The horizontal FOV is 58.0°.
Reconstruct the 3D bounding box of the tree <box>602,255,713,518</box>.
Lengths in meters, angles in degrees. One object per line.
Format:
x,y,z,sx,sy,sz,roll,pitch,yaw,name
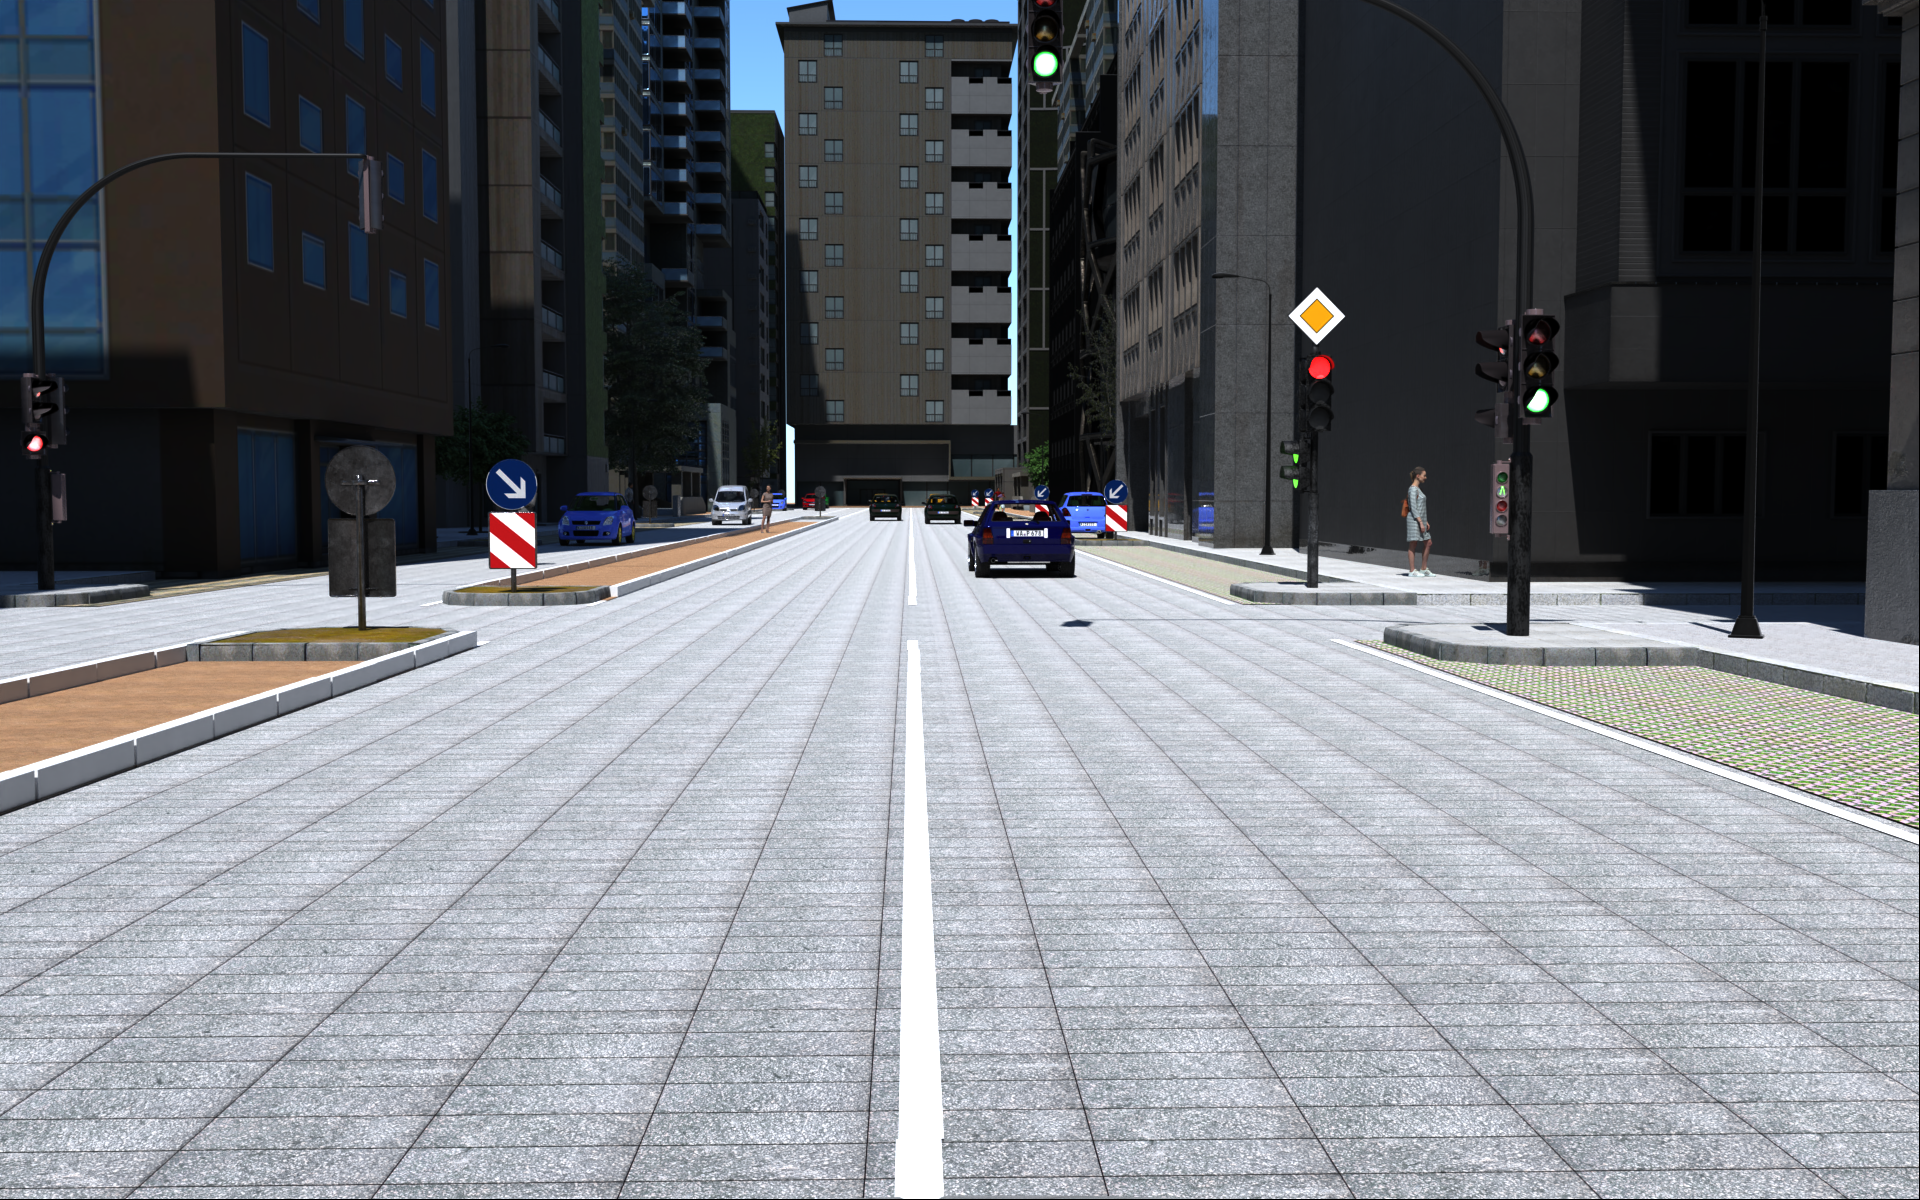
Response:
-17.397,-11.352,92.253,9.857,13.997,8.962,0,3,0,tree

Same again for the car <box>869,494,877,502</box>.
-5.458,-6.865,122.470,2.015,1.641,3.980,0,4,-3,car

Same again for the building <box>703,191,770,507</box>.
-25.634,-24.176,166.975,14.107,30.474,14.160,0,4,-2,building

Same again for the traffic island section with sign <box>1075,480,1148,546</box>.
4.158,-2.428,48.319,1.989,1.847,2.006,0,4,-2,traffic island section with sign

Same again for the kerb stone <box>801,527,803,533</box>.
-5.939,-2.520,63.442,0.120,0.150,1.000,0,4,-2,kerb stone

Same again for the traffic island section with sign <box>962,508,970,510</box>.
1.192,-8.815,152.746,1.989,1.847,2.006,0,4,-2,traffic island section with sign

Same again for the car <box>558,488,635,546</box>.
-10.331,-2.431,49.330,1.945,1.707,3.694,0,4,-2,car

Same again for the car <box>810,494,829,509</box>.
-14.005,-10.021,172.641,1.959,1.807,4.718,0,4,-3,car

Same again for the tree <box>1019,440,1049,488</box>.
5.235,-7.301,103.092,4.285,4.588,4.351,0,3,0,tree

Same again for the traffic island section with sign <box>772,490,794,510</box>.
-15.639,-8.789,152.320,1.989,1.847,2.006,0,4,-2,traffic island section with sign

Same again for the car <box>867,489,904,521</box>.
-4.018,-5.134,93.722,2.009,1.686,4.222,0,4,-2,car

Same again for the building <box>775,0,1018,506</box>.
-5.686,-37.026,194.616,27.495,52.752,28.713,0,4,-2,building

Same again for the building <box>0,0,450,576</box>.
-19.133,-23.482,34.039,14.600,45.320,14.200,0,4,-2,building

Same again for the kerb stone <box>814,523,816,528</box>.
-6.161,-3.025,71.651,0.120,0.150,1.000,0,4,-2,kerb stone

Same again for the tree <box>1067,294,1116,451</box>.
5.935,-6.908,63.304,4.360,8.622,3.978,0,3,0,tree

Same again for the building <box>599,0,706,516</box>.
-33.193,-25.530,109.290,32.217,40.220,23.993,0,4,-2,building

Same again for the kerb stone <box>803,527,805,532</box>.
-5.950,-2.582,64.464,0.120,0.150,1.000,0,4,-2,kerb stone

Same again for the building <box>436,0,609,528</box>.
-22.586,-23.606,69.550,14.154,41.232,14.086,0,4,-2,building

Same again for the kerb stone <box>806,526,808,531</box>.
-6.014,-2.711,66.515,0.120,0.150,1.000,0,4,-2,kerb stone

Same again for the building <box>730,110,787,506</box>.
-26.280,-30.838,187.797,14.086,41.232,14.154,0,4,-2,building

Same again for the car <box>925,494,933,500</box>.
-2.258,-9.389,163.735,2.015,1.641,3.980,0,4,-2,car

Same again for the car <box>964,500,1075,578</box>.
1.058,-1.131,31.077,1.945,1.354,3.894,0,4,-2,car

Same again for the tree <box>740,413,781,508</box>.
-18.251,-12.715,158.255,4.737,8.622,4.395,0,3,0,tree

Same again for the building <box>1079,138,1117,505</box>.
13.505,-12.677,74.725,16.820,18.784,16.811,0,4,-2,building

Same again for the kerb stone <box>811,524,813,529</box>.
-6.103,-2.900,69.603,0.120,0.150,1.000,0,4,-2,kerb stone

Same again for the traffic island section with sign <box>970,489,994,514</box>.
1.963,-7.145,125.443,1.989,1.847,2.006,0,4,-2,traffic island section with sign

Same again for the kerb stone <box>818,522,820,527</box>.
-6.250,-3.213,74.721,0.120,0.150,1.000,0,4,-2,kerb stone

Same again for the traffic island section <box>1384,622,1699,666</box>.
5.079,0.400,15.748,2.009,0.180,2.903,0,4,-2,traffic island section

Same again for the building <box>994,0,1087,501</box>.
13.997,-44.268,162.037,20.563,71.187,20.611,0,4,-2,building

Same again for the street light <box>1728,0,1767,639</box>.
6.508,-2.618,15.338,1.470,5.913,1.316,0,4,-2,street light

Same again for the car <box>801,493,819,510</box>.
-13.347,-9.097,157.779,2.155,1.783,4.494,0,4,-2,car

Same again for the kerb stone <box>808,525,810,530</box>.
-6.045,-2.773,67.548,0.120,0.150,1.000,0,4,-2,kerb stone

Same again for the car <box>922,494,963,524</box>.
-0.849,-4.529,83.843,2.009,1.686,4.222,0,4,-2,car

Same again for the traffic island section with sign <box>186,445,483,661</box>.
-5.618,-0.462,15.684,2.006,1.907,1.989,0,4,-2,traffic island section with sign

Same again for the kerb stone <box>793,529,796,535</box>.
-5.813,-2.268,59.345,0.120,0.150,1.000,0,4,-2,kerb stone

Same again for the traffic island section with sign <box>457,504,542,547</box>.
-12.654,-2.399,47.852,1.989,1.847,2.006,0,4,-2,traffic island section with sign

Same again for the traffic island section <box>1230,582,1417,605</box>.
4.852,-0.089,23.730,2.009,0.180,2.903,0,4,-2,traffic island section

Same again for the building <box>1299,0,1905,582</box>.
19.432,-14.466,30.024,24.014,27.812,14.314,0,4,-2,building

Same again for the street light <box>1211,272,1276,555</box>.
5.969,-3.911,36.480,1.470,5.913,1.316,0,4,-2,street light

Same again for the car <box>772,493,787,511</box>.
-15.688,-8.446,147.675,1.945,1.707,3.694,0,4,-3,car

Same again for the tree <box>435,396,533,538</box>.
-15.957,-4.518,57.576,4.285,4.588,4.351,0,3,0,tree

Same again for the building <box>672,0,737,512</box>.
-28.532,-50.330,135.575,22.319,86.520,31.000,0,4,-2,building

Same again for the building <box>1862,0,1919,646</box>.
14.608,-13.229,3.685,14.401,28.519,23.554,0,4,-2,building

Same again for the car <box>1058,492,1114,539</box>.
3.825,-2.735,54.312,1.945,1.707,3.694,0,4,-2,car

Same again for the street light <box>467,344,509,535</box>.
-14.649,-4.968,53.762,1.470,5.913,1.316,0,4,-2,street light

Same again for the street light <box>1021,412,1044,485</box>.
4.142,-7.671,97.968,1.470,5.913,1.316,0,4,-2,street light

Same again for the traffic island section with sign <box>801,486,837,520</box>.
-7.964,-5.508,98.196,2.006,1.907,1.989,0,4,-2,traffic island section with sign

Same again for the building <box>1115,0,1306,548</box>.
11.718,-14.204,50.262,12.078,24.808,19.932,0,4,-2,building

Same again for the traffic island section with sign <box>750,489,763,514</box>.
-14.863,-7.141,125.376,1.989,1.847,2.006,0,4,-2,traffic island section with sign

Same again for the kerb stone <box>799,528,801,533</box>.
-5.898,-2.459,62.420,0.120,0.150,1.000,0,4,-2,kerb stone

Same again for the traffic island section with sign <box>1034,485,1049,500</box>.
3.393,-4.076,75.263,1.989,1.847,2.006,0,4,-2,traffic island section with sign

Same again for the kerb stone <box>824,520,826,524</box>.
-6.398,-3.525,79.836,0.120,0.150,1.000,0,4,-2,kerb stone

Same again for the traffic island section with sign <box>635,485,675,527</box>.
-13.430,-4.059,74.991,1.989,1.847,2.006,0,4,-2,traffic island section with sign

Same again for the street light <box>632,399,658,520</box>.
-15.501,-6.885,85.108,1.470,5.913,1.316,0,4,-2,street light

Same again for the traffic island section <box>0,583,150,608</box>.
-12.283,-0.059,23.249,2.009,0.180,2.903,0,4,-2,traffic island section

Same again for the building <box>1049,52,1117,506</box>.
11.463,-15.993,91.158,12.332,23.373,15.834,0,4,-2,building

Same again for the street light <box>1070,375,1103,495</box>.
4.980,-5.812,67.562,1.470,5.913,1.316,0,4,-2,street light

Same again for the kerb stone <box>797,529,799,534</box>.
-5.877,-2.397,61.394,0.120,0.150,1.000,0,4,-2,kerb stone

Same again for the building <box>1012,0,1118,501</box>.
20.675,-27.463,140.903,32.217,40.220,23.993,0,4,-2,building

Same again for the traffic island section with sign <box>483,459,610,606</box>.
-5.819,-0.914,23.088,2.006,1.907,1.989,0,4,-2,traffic island section with sign
